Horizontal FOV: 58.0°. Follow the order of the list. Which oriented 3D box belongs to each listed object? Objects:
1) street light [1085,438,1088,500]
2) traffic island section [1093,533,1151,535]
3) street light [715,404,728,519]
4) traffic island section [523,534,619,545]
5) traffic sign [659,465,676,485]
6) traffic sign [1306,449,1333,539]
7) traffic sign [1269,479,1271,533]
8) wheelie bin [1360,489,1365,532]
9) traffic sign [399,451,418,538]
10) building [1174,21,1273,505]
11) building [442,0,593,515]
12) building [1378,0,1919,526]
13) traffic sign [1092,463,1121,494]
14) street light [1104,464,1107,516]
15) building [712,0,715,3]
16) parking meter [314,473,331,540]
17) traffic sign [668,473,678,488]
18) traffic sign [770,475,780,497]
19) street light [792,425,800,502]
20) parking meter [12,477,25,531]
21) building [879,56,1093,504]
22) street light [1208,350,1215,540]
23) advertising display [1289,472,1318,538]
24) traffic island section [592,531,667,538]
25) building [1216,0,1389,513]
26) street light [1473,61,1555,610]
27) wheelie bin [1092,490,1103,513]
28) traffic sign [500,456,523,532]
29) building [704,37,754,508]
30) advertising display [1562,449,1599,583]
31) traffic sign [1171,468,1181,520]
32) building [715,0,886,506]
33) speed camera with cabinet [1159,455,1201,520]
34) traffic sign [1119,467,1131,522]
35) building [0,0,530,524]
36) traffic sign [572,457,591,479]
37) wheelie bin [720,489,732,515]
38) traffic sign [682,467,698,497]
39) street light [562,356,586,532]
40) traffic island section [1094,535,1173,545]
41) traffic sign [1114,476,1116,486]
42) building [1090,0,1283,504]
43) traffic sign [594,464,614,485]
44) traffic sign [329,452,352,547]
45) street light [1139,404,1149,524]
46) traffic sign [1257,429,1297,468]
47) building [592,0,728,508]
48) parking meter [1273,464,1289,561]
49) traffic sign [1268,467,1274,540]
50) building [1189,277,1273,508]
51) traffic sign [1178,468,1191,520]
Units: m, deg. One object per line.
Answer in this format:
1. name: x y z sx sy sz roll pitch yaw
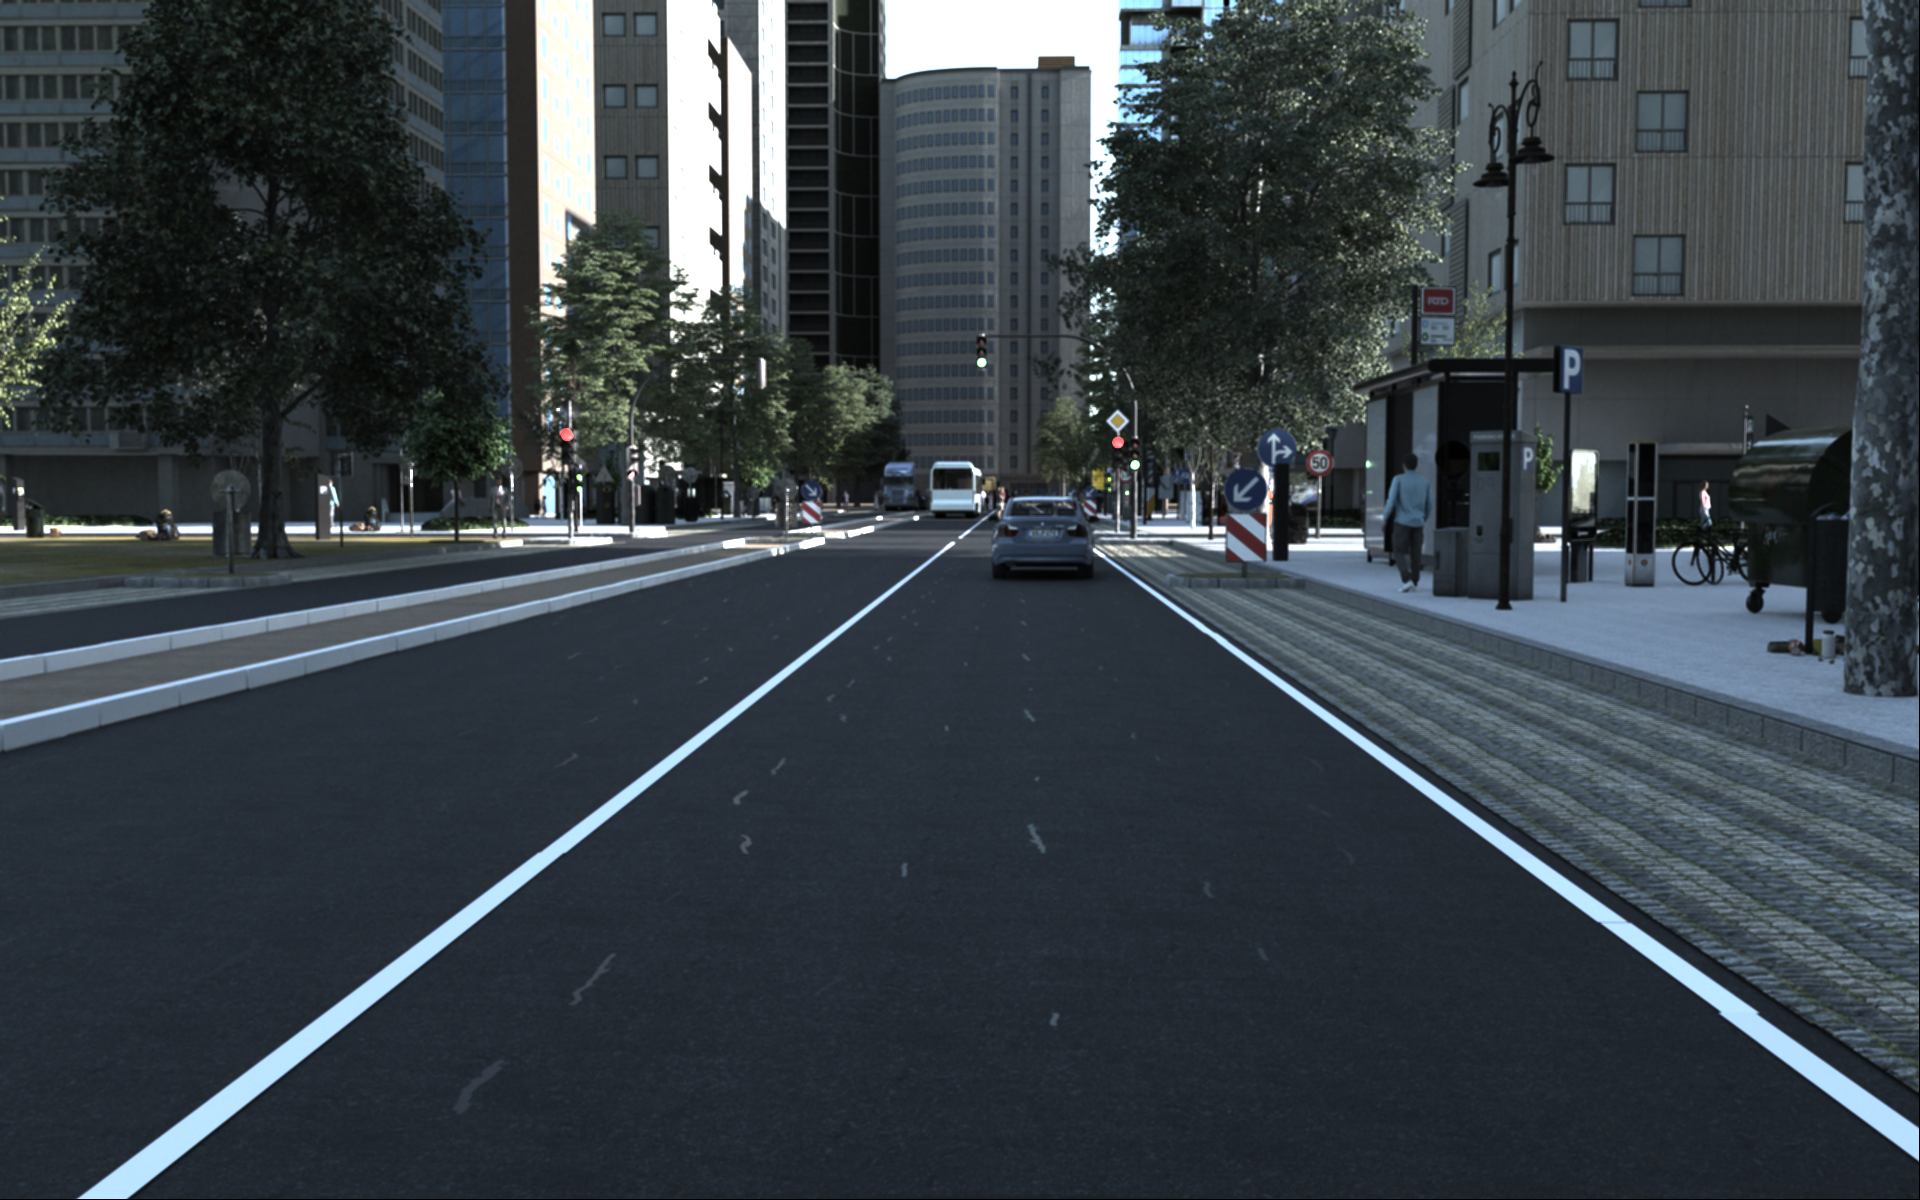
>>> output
1. street light: 9.668 -9.742 132.064 0.468 5.910 1.993 0 4 2
2. traffic island section: 5.235 -2.153 57.487 2.009 0.180 2.903 0 4 2
3. street light: -12.019 -7.006 87.333 0.468 5.910 1.993 0 4 2
4. traffic island section: -11.258 -1.698 50.039 2.009 0.180 2.903 0 4 2
5. traffic sign: -12.784 -4.620 75.645 0.768 2.556 0.104 0 4 5
6. traffic sign: 10.248 -3.016 49.421 0.768 2.556 0.104 0 4 5
7. traffic sign: 10.305 -3.513 57.543 0.768 2.556 0.104 0 4 4
8. wheelie bin: 13.719 -3.051 57.797 0.693 1.594 0.980 0 4 0
9. traffic sign: -16.141 -3.108 50.923 0.768 2.556 0.104 1 4 9
10. building: 34.361 -34.333 180.946 23.786 49.044 30.456 0 4 2
11. building: -32.032 -28.210 111.347 14.600 45.320 14.200 0 4 2
12. building: 34.923 -29.901 78.118 27.495 52.752 28.713 0 4 2
13. traffic sign: 9.816 -7.351 114.063 2.265 3.308 0.079 0 4 5
14. street light: 8.631 -7.941 102.627 0.468 5.910 1.993 0 4 2
15. building: -30.212 -45.802 187.122 20.611 71.187 20.563 0 4 2
16. parking meter: -17.893 -2.627 48.661 0.399 1.863 0.255 -2 4 -35
17. traffic sign: -14.045 -5.037 84.485 0.606 2.300 0.079 0 4 2
18. traffic sign: -12.375 -7.062 115.568 0.768 2.556 0.104 1 4 8
19. street light: -11.079 -8.803 116.711 0.468 5.910 1.993 0 4 2
20. parking meter: -33.145 -3.380 60.971 0.399 1.863 0.255 2 4 34
21. building: 3.399 -42.495 236.796 28.212 58.520 21.231 0 4 2
22. street light: 7.025 -4.619 48.309 0.468 5.910 1.993 0 4 2
23. advertising display: 9.929 -2.753 50.218 0.974 1.923 0.123 2 4 27
24. traffic island section: -10.998 -2.186 58.020 2.009 0.180 2.903 0 4 2
25. building: 34.755 -26.137 119.217 32.217 40.220 23.993 0 4 2
26. street light: 6.055 -2.833 19.104 0.468 5.910 1.993 0 4 2
27. wheelie bin: 9.341 -6.764 118.506 0.980 1.594 0.693 2 4 28
28. traffic sign: -15.206 -3.585 58.719 0.768 2.556 0.104 0 4 4
29. building: -28.038 -31.672 167.943 14.600 45.320 14.200 0 4 2
30. advertising display: 8.997 -1.219 25.137 0.123 1.923 0.974 3 5 42
31. traffic sign: 10.854 -5.264 86.171 0.768 2.556 0.104 0 4 6
32. building: -20.996 -48.872 237.312 20.611 71.187 20.563 0 4 2
33. speed camera with cabinet: 10.866 -5.581 85.592 2.038 3.252 0.660 0 4 -2
34. traffic sign: 7.706 -4.927 80.661 0.768 2.556 0.104 1 4 9
35. building: -39.249 -24.024 84.677 32.217 40.220 23.993 0 4 2
36. traffic sign: -13.650 -3.827 62.304 0.795 2.593 0.064 1 4 9
37. wheelie bin: -14.346 -6.013 106.227 0.693 1.594 0.980 0 4 -7
38. traffic sign: -12.714 -4.984 81.595 0.768 2.556 0.104 1 4 9
39. street light: -12.933 -5.224 58.192 0.468 5.910 1.993 0 4 2
40. traffic island section: 4.974 -1.665 49.506 2.009 0.180 2.903 0 4 2
41. traffic sign: 10.096 -6.790 111.120 0.768 2.556 0.104 0 4 5
42. building: 33.014 -56.457 235.749 31.000 86.520 22.319 0 4 2
43. traffic sign: -15.358 -4.571 74.732 0.884 2.594 0.081 0 4 6
44. traffic sign: -14.991 -2.435 41.935 0.606 2.300 0.079 1 4 11
45. street light: 7.801 -6.127 72.961 0.468 5.910 1.993 0 4 2
46. traffic sign: 6.205 -2.070 33.955 0.768 2.556 0.104 1 4 9
47. building: -35.387 -34.103 146.824 28.713 52.752 27.495 0 4 2
48. parking meter: 6.177 -1.689 33.334 0.255 1.863 0.399 0 4 2
49. traffic sign: 8.714 -2.827 48.352 0.606 2.300 0.079 0 4 6
50. building: 35.451 -18.781 152.113 27.650 21.520 28.899 0 4 2
51. traffic sign: 11.001 -5.166 84.567 0.768 2.556 0.104 0 4 3
